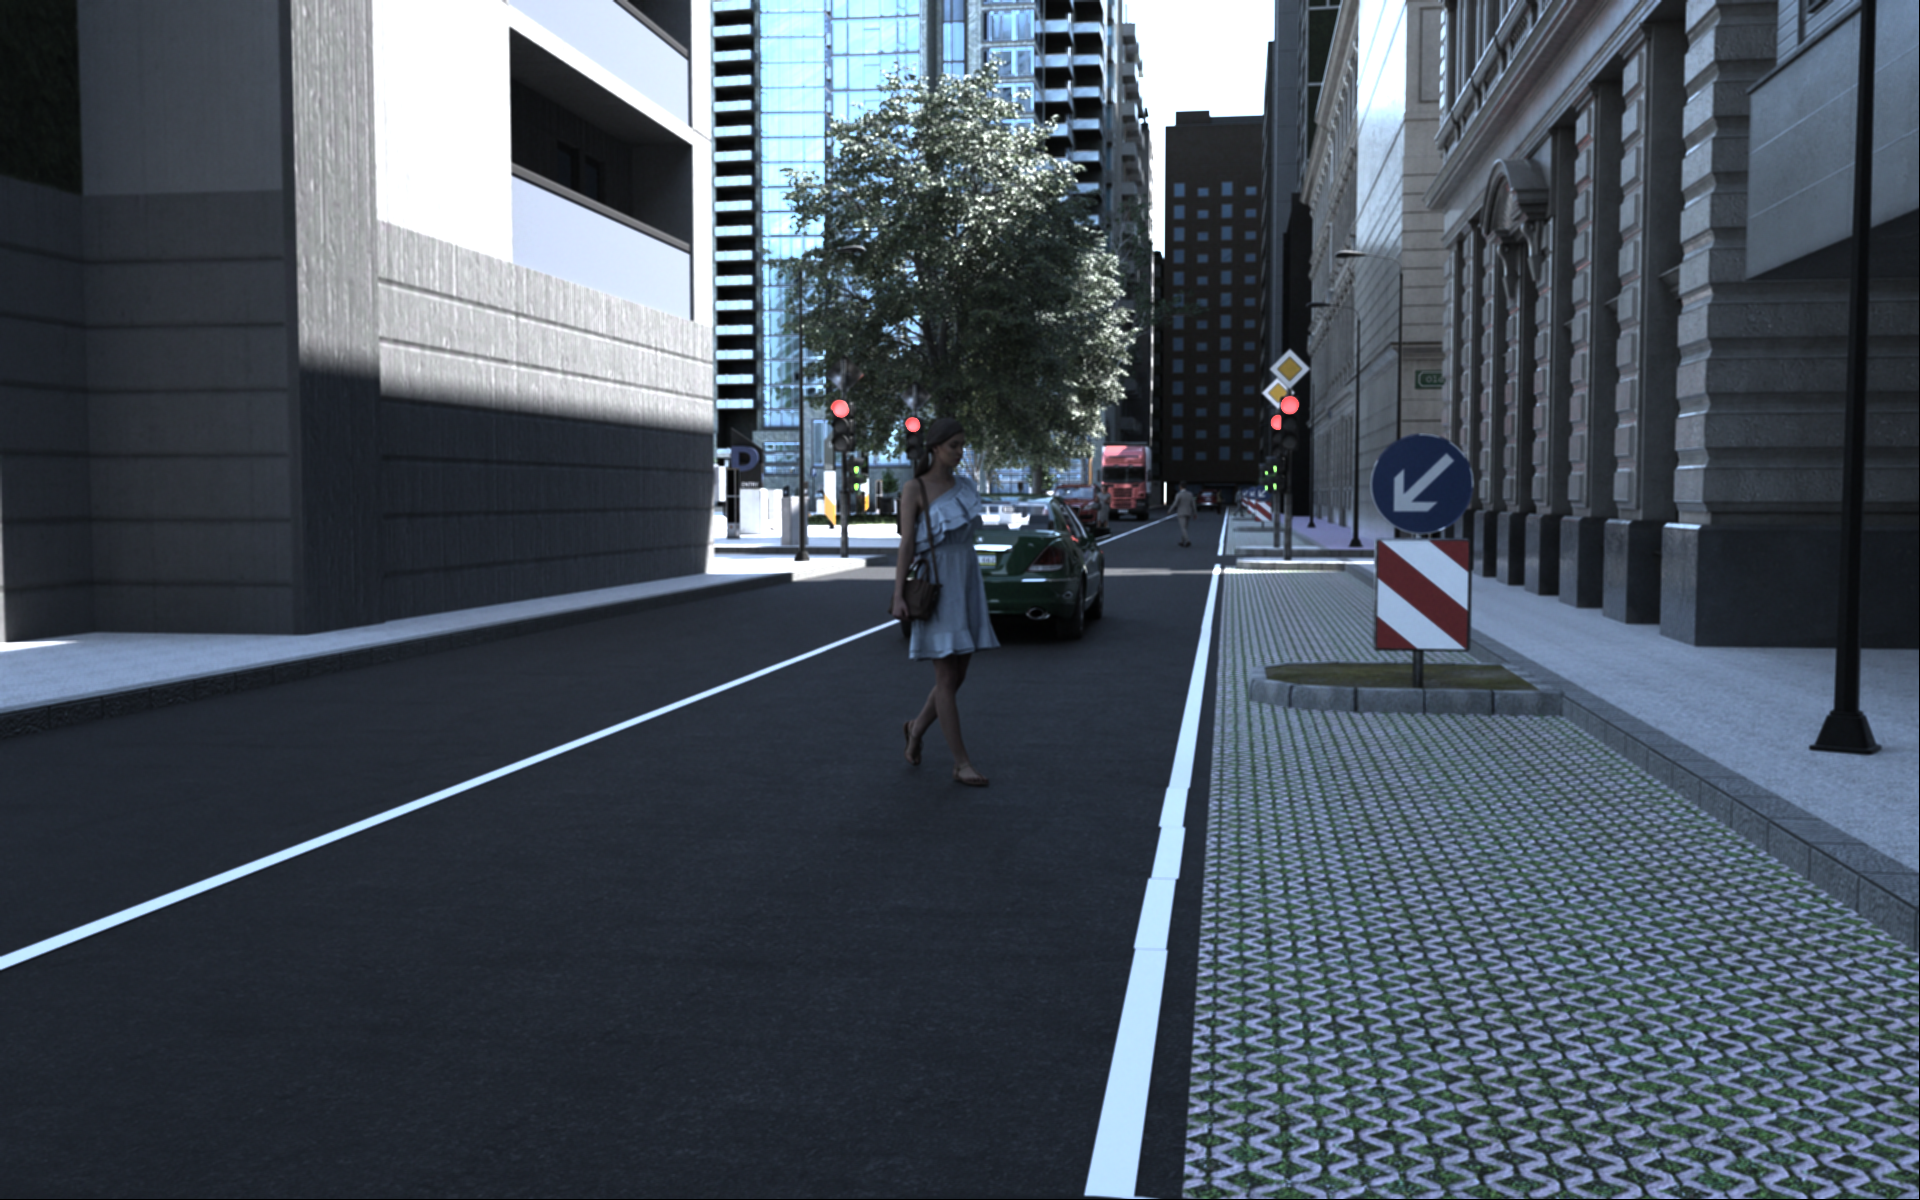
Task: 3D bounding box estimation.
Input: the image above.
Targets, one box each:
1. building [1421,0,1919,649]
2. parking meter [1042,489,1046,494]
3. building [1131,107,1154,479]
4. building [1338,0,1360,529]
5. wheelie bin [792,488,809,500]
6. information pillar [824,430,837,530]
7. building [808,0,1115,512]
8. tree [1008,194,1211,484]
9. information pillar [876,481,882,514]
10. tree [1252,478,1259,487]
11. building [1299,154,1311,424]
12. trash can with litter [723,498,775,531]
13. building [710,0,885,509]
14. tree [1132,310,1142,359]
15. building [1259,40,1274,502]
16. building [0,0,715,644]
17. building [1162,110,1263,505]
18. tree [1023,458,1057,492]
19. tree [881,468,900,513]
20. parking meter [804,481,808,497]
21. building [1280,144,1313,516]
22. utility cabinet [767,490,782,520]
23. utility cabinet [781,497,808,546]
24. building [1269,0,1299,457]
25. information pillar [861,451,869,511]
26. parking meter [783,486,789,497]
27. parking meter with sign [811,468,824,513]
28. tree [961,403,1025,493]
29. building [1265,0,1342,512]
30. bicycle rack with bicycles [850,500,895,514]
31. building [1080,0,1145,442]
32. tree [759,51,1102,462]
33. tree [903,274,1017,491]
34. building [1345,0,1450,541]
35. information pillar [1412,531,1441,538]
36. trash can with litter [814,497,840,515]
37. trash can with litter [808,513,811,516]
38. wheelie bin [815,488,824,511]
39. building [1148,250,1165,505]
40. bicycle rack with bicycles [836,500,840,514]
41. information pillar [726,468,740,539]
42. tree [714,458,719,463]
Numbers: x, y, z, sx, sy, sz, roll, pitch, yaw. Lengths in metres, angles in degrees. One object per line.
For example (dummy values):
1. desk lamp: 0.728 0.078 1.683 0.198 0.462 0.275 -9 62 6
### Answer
1. building: 12.330 -11.826 22.230 11.050 23.489 19.941 1 4 9
2. parking meter: 3.848 -4.432 80.873 0.372 1.533 0.369 0 3 0
3. building: 13.679 -30.733 186.080 14.086 41.232 14.154 1 4 9
4. building: 20.092 -14.136 67.276 11.583 22.565 21.152 1 4 9
5. wheelie bin: -8.379 -5.091 91.151 0.980 1.594 0.693 1 4 11
6. information pillar: -4.709 -4.367 62.750 0.504 3.616 0.183 3 5 39
7. building: 1.210 -50.137 132.416 22.319 86.520 31.000 1 4 9
8. tree: 8.986 -15.484 109.052 12.611 20.169 13.585 0 3 0
9. information pillar: -4.383 -5.463 93.811 0.304 2.012 0.304 0 4 7
10. tree: 33.271 -12.081 192.126 1.663 3.219 1.824 0 3 0
11. building: 23.570 -15.431 88.455 11.583 22.565 21.152 1 4 9
12. trash can with litter: -7.410 -3.059 61.072 2.233 1.210 1.678 -2 4 -32
13. building: -23.380 -53.413 185.967 31.000 86.520 22.319 1 4 9
14. tree: 3.482 -10.590 79.802 9.857 13.997 8.962 0 3 0
15. building: 41.849 -33.860 177.316 21.300 48.544 21.600 1 4 9
16. building: -18.572 -29.511 24.511 28.212 58.520 21.231 1 4 9
17. building: 31.459 -33.927 204.819 14.200 45.320 14.600 1 4 9
18. tree: 4.244 -5.770 88.939 1.663 3.219 1.824 0 3 0
19. tree: -4.980 -7.531 117.727 1.663 3.219 1.824 0 3 0
20. parking meter: -6.964 -4.367 77.115 0.255 1.863 0.399 3 5 42
21. building: 26.327 -16.942 106.683 12.332 23.373 15.834 1 4 9
22. utility cabinet: -9.518 -4.871 88.324 0.318 1.500 1.173 2 4 28
23. utility cabinet: -4.149 -1.971 43.393 0.306 1.237 1.020 1 4 20
24. building: 38.123 -37.335 152.431 21.231 58.520 28.212 1 4 9
25. information pillar: -5.038 -6.111 91.270 0.504 3.616 0.183 -3 5 -41
26. parking meter: -11.989 -6.956 119.434 0.399 1.863 0.255 1 4 15
27. parking meter with sign: -9.152 -7.354 116.496 1.738 3.016 0.543 2 4 28
28. tree: 1.793 -8.944 96.593 4.360 8.622 3.978 0 3 0
29. building: 33.530 -42.190 128.057 20.563 71.187 20.611 1 4 9
30. bicycle rack with bicycles: -4.985 -5.468 102.790 2.925 0.926 2.852 1 4 11
31. building: 5.821 -33.289 163.883 23.786 49.044 30.456 1 4 9
32. tree: -0.531 -8.740 49.554 9.857 13.997 8.962 0 3 0
33. tree: 0.379 -6.538 57.257 4.737 8.622 4.395 0 3 0
34. building: 32.811 -16.419 44.862 44.131 29.872 17.030 1 4 9
35. information pillar: 6.489 -1.198 24.077 0.304 2.012 0.304 3 5 45
36. trash can with litter: -7.658 -5.369 98.840 2.233 1.210 1.678 1 4 17
37. trash can with litter: -8.815 -5.146 95.528 0.624 1.170 1.055 -2 4 -26
38. wheelie bin: -6.920 -4.833 86.931 0.693 1.594 0.980 0 4 3
39. building: 17.470 -26.650 207.420 14.107 30.474 14.160 1 4 9
40. bicycle rack with bicycles: -7.666 -5.933 110.384 2.925 0.926 2.852 2 4 30
41. information pillar: -6.518 -2.768 49.744 0.304 2.012 0.304 1 4 16
42. tree: -14.495 -6.615 91.869 4.285 4.588 4.351 0 3 0
